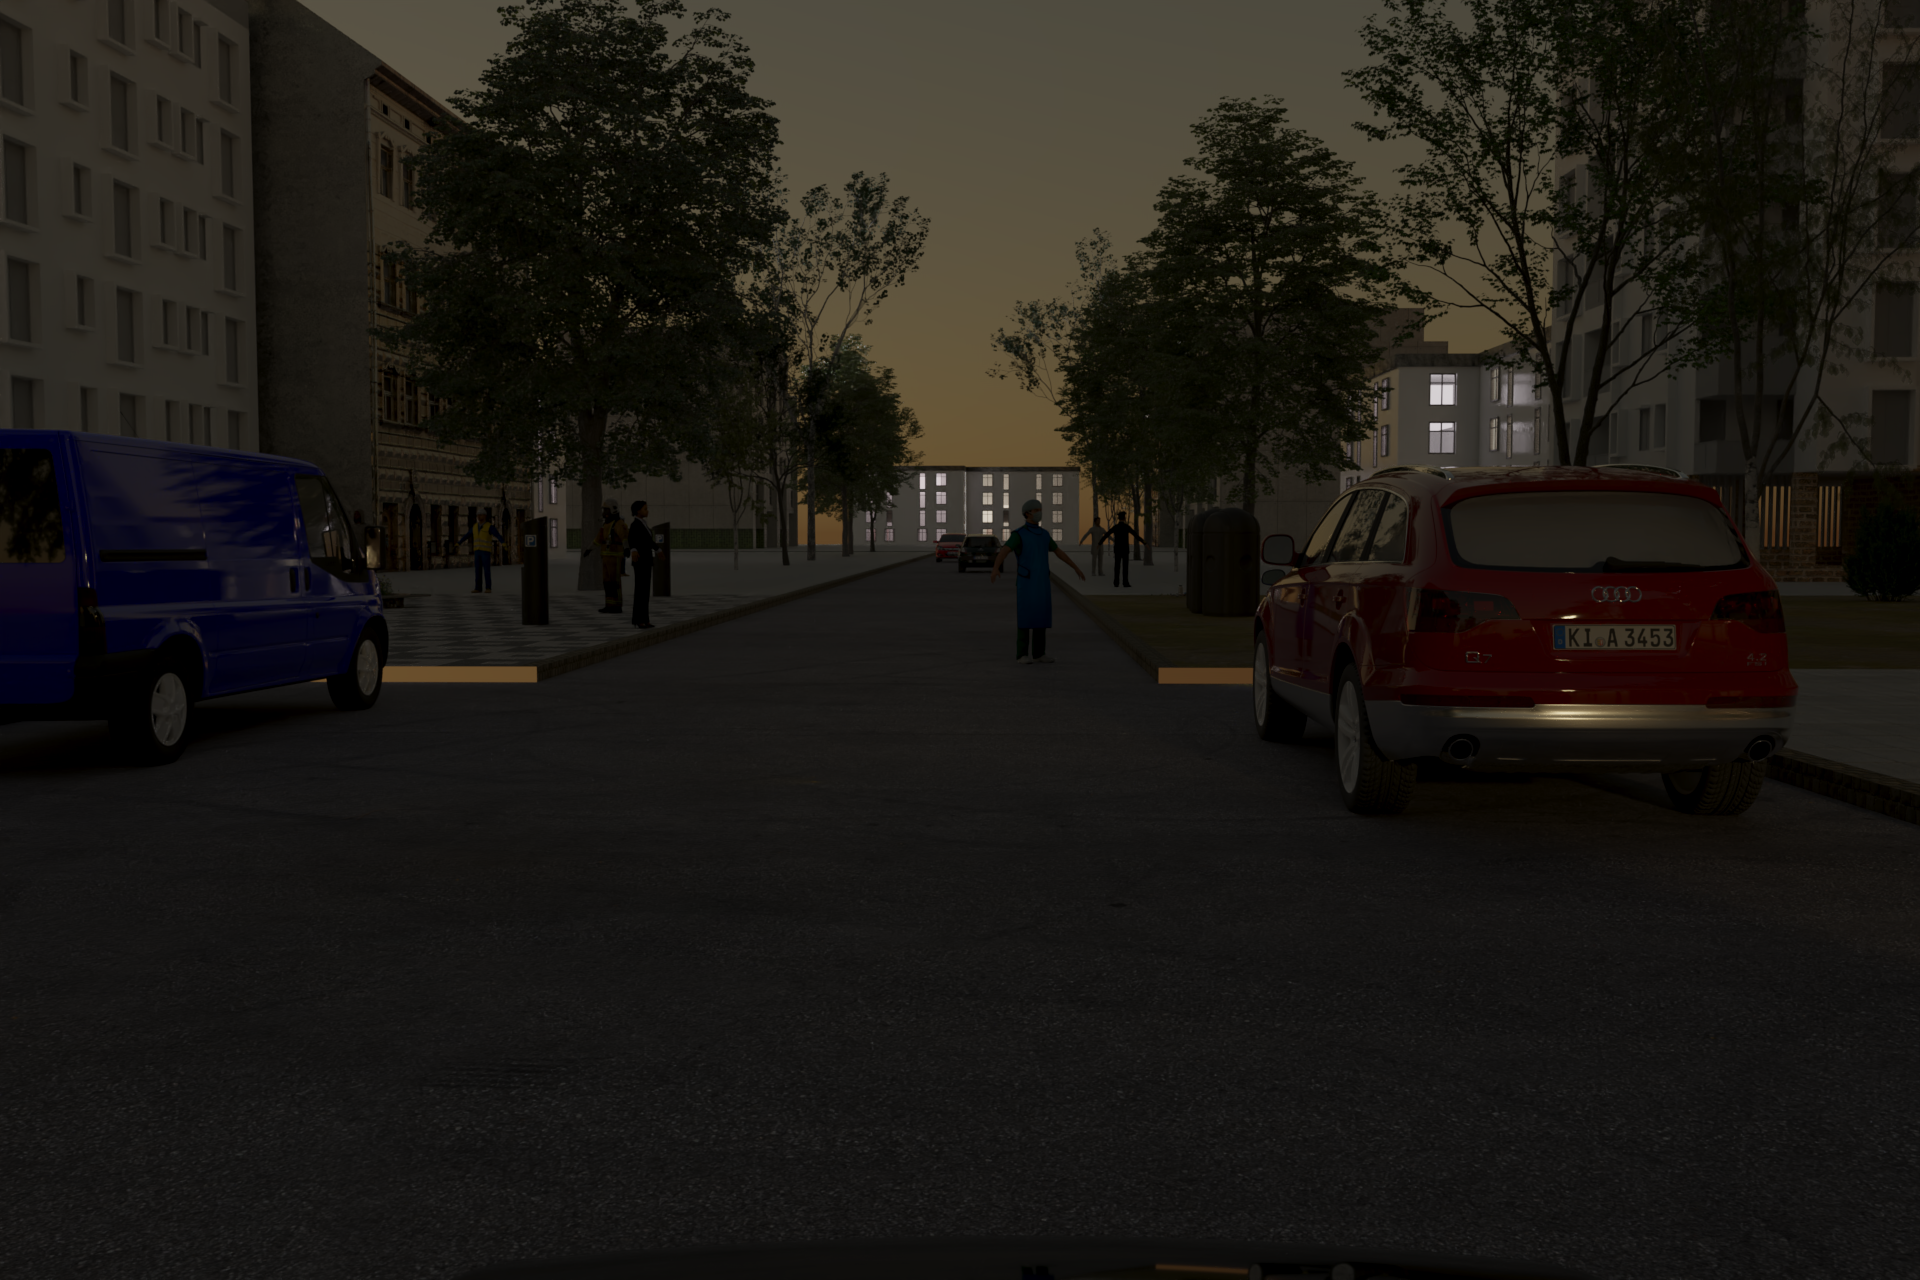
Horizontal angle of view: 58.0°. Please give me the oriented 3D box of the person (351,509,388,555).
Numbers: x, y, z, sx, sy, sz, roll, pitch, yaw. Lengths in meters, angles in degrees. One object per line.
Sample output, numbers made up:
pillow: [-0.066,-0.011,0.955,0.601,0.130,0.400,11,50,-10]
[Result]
person: [-12.555,-1.839,36.192,1.348,1.813,0.705,0,4,8]

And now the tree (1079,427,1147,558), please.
tree: [7.991,-8.666,92.044,4.360,8.622,3.978,0,3,0]

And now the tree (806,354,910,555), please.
tree: [-6.596,-11.652,108.636,7.486,12.596,7.792,0,3,0]

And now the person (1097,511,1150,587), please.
person: [3.910,-2.193,41.787,1.347,1.837,0.705,2,4,24]

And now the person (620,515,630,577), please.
person: [-10.194,-2.837,52.237,0.705,1.847,1.347,1,4,22]

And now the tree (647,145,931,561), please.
tree: [-8.630,-13.943,83.857,12.611,20.169,13.585,0,3,0]

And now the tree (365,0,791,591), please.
tree: [-8.510,-8.106,39.187,9.857,13.997,8.962,0,3,0]

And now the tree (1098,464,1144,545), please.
tree: [20.235,-17.393,210.134,9.928,11.665,9.643,0,3,0]

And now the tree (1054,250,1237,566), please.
tree: [7.246,-9.302,70.221,7.486,12.596,7.792,0,3,0]

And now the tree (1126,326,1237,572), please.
tree: [7.423,-6.636,58.857,4.737,8.622,4.395,0,3,0]

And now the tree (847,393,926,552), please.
tree: [-6.195,-12.108,123.724,9.928,11.665,9.643,0,3,0]

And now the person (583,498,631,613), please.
person: [-5.674,-1.367,28.113,0.705,1.858,1.354,-3,5,-42]

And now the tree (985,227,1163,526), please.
tree: [7.850,-15.541,109.989,12.611,20.169,13.585,0,3,0]

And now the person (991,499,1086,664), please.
person: [0.827,-0.651,19.225,1.347,1.817,0.704,-3,4,-38]

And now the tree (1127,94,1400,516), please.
tree: [7.876,-7.788,45.469,7.486,12.596,7.792,0,3,0]

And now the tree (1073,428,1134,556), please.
tree: [8.744,-9.180,100.452,4.360,8.622,3.978,0,3,0]

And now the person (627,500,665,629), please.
person: [-4.258,-1.031,23.580,0.721,1.740,1.216,0,4,8]

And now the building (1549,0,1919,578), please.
building: [25.593,-12.354,58.405,16.016,20.090,11.380,0,4,1]

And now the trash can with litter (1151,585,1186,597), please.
trash can with litter: [4.828,-1.492,35.446,1.678,1.210,2.233,0,4,0]

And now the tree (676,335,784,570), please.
tree: [-7.955,-6.763,60.933,4.737,8.622,4.395,0,3,0]

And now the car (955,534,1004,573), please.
car: [0.814,-3.416,65.643,2.009,1.686,4.222,0,4,1]

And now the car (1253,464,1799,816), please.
car: [3.039,-0.104,10.378,2.281,1.827,5.304,0,4,2]

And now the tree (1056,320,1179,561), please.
tree: [8.502,-9.659,83.673,9.928,11.665,9.643,0,3,0]

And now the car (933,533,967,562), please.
car: [-0.301,-4.900,89.158,2.155,1.783,4.494,0,4,2]

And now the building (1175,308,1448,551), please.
building: [28.007,-16.989,144.223,16.747,18.905,31.486,0,4,1]

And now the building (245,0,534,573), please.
building: [-27.853,-14.310,64.900,19.493,23.208,18.063,0,4,2]

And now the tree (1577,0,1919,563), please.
tree: [7.951,-4.108,17.526,4.360,8.622,3.978,0,3,0]

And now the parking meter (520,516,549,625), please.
parking meter: [-6.008,-0.982,24.466,0.372,1.533,0.369,0,3,0]

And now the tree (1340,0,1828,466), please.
tree: [10.482,-6.343,29.468,9.928,11.665,9.643,0,3,0]

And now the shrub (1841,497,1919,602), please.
shrub: [17.702,-1.751,33.052,1.690,2.028,1.600,0,3,0]

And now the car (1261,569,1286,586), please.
car: [3.691,-0.349,15.293,1.945,1.707,3.694,0,4,1]

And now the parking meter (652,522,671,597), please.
parking meter: [-6.124,-1.658,35.518,0.372,1.533,0.369,0,3,0]

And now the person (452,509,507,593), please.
person: [-10.380,-1.934,37.590,1.349,1.833,0.705,1,4,17]

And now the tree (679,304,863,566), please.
tree: [-7.382,-8.327,70.567,7.601,10.594,8.767,2,4,29]

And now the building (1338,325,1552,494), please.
building: [24.818,-8.473,80.673,9.099,9.664,28.070,0,4,2]

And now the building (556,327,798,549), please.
building: [-25.625,-18.175,163.615,16.747,18.905,31.486,0,4,2]

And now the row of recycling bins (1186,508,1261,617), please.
row of recycling bins: [4.254,-1.306,28.465,1.069,1.692,3.534,0,4,2]

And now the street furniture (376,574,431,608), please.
street furniture: [-12.756,-1.342,28.795,9.812,1.723,11.010,2,4,27]

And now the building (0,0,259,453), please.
building: [-27.535,-11.335,41.755,16.016,20.090,11.380,0,4,1]

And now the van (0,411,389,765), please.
van: [-5.793,-0.491,12.408,2.240,2.365,5.245,0,4,1]

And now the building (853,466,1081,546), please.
building: [0.724,-16.398,212.705,28.070,9.664,9.099,0,4,4]

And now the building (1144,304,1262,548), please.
building: [28.474,-20.947,173.413,19.493,23.208,18.063,0,4,2]

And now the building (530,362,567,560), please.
building: [-24.975,-9.071,90.460,9.099,9.664,28.070,0,4,2]

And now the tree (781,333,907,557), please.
tree: [-6.656,-11.001,97.997,7.486,12.596,7.792,0,3,0]

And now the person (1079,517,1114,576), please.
person: [4.236,-2.876,53.214,1.347,1.806,0.705,-1,4,-22]
